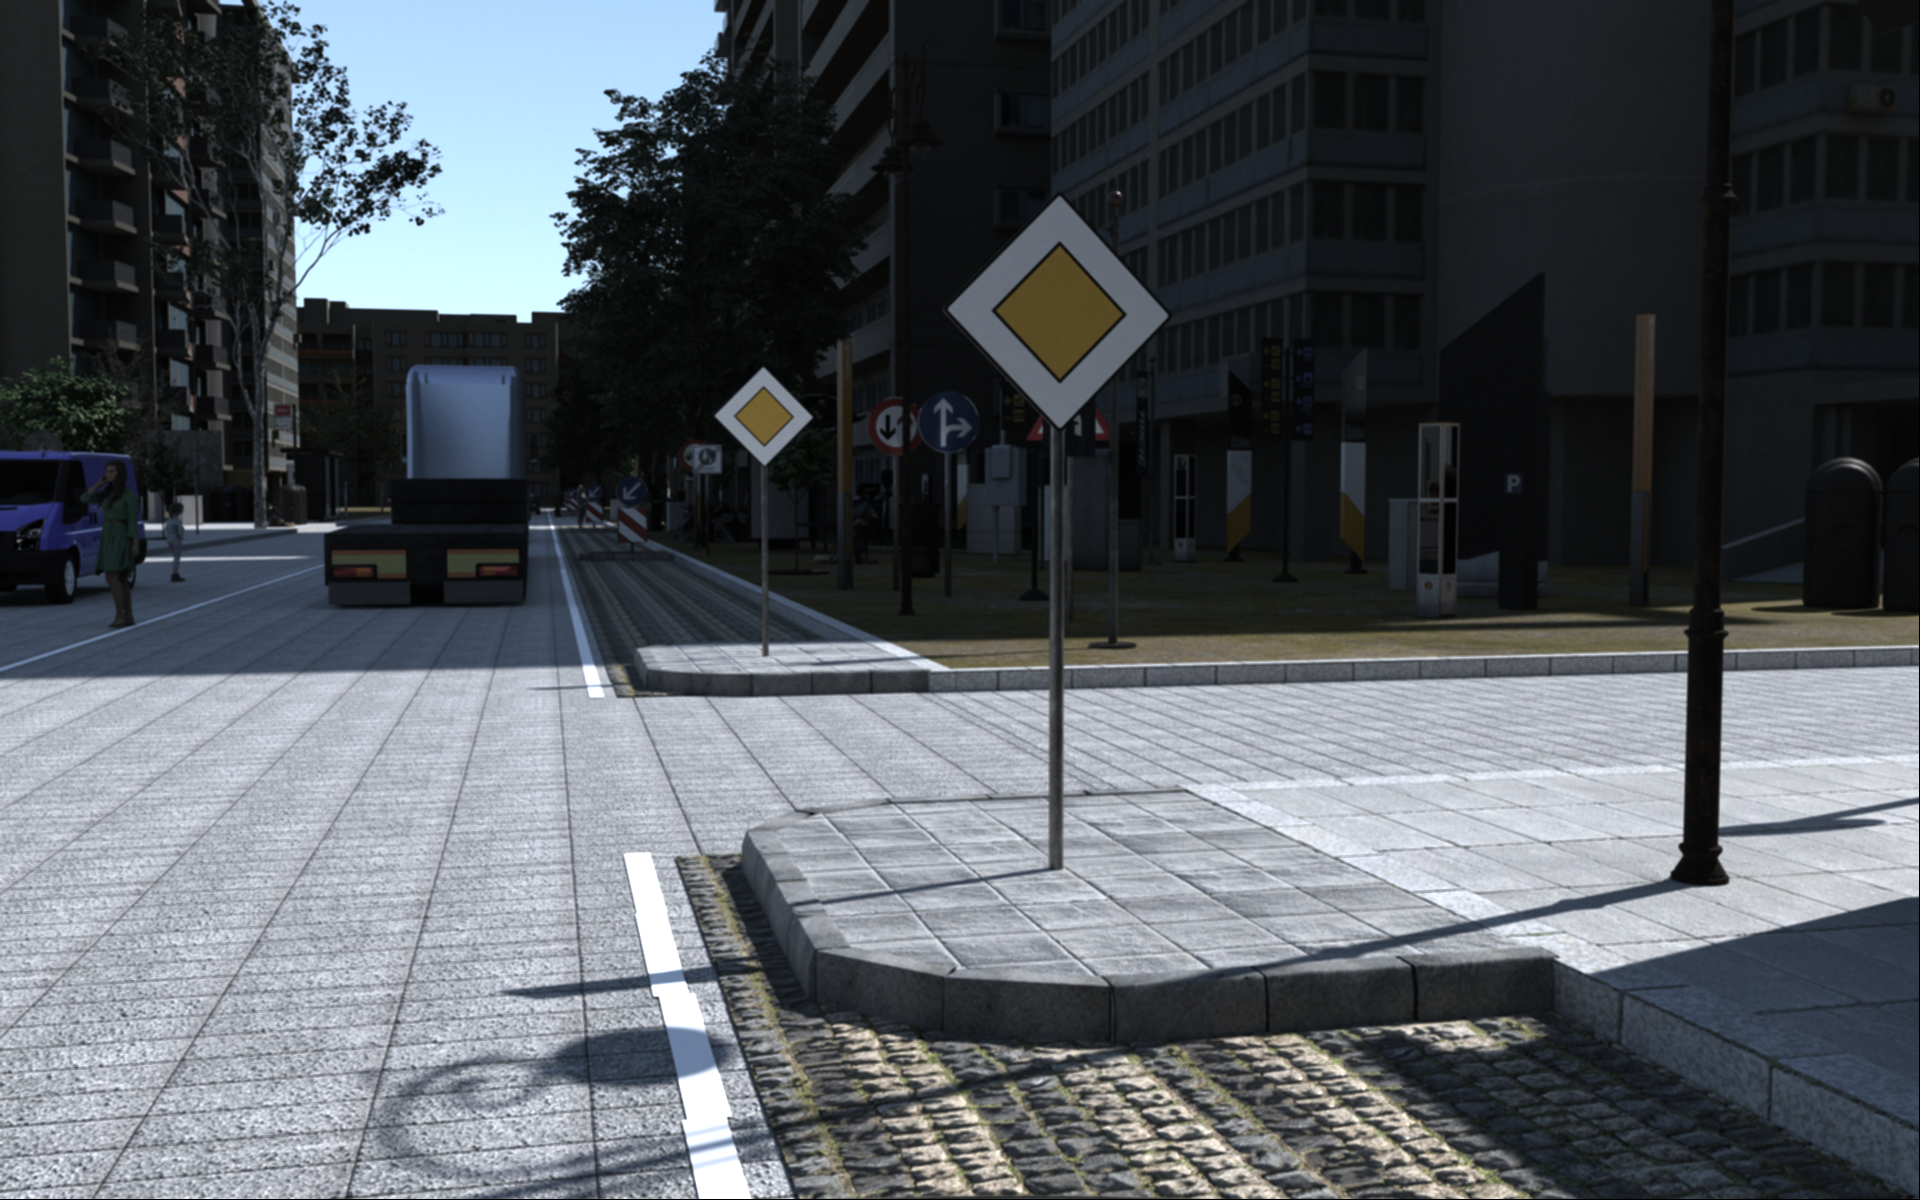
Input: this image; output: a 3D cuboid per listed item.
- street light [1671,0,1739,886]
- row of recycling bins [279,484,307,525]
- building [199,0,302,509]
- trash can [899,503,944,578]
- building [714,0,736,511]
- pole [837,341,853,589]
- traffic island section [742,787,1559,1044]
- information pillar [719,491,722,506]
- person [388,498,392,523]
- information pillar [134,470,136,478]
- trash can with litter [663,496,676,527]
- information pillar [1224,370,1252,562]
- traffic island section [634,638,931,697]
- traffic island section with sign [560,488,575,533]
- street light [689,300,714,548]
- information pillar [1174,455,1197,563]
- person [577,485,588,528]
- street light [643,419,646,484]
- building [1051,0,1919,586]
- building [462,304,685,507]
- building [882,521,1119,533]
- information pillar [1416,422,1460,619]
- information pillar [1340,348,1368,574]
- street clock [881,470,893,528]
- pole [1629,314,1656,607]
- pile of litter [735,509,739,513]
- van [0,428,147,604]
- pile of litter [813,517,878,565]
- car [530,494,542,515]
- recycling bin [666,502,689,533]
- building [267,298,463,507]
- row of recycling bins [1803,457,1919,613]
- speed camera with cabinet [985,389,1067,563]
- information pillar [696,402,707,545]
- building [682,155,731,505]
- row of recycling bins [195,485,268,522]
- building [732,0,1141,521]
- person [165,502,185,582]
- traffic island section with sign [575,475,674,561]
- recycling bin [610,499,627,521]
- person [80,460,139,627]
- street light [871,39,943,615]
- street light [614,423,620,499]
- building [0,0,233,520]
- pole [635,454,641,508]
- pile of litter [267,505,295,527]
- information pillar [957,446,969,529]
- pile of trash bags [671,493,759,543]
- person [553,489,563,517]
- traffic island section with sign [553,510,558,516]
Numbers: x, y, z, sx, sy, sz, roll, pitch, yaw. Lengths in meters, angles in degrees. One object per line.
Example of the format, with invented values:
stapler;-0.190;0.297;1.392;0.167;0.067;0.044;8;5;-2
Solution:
street light;2.459;-2.006;5.578;0.468;5.910;1.993;-1;4;-13
row of recycling bins;-28.231;-4.054;73.388;1.069;1.692;3.534;-1;4;-16
building;-62.608;-26.728;128.885;23.993;40.220;32.217;-1;4;-13
trash can;-0.618;-0.920;26.693;0.748;1.137;0.748;0;3;0
building;-6.299;-31.160;129.080;23.786;49.044;30.456;-1;4;-13
pole;-1.546;-1.800;23.280;0.158;3.312;0.155;0;3;0
traffic island section;0.347;0.999;5.951;2.009;0.180;2.903;-1;4;-13
information pillar;-12.260;-5.881;87.506;0.504;3.616;0.183;2;4;27
person;-25.190;-4.185;77.119;0.583;1.804;0.606;1;4;14
information pillar;-24.841;-2.895;51.826;0.304;2.012;0.304;-1;4;-10
trash can with litter;-11.688;-3.459;67.616;1.678;1.210;2.233;3;5;45
information pillar;5.297;-2.542;32.917;0.504;3.616;0.183;-1;4;-18
traffic island section;-1.520;0.524;13.715;2.009;0.180;2.903;-1;4;-13
traffic island section with sign;-13.773;-3.423;64.599;1.989;1.847;2.006;-1;4;-13
street light;-6.147;-4.190;41.289;0.468;5.910;1.993;-1;4;-13
information pillar;4.215;-1.710;32.444;0.304;2.012;0.304;3;4;38
person;-15.497;-3.825;71.229;0.526;1.800;0.537;3;5;45
street light;-11.680;-5.582;64.058;0.468;5.910;1.993;-1;4;-13
building;16.048;-21.276;39.742;23.993;40.220;32.217;-1;4;-13
building;-38.528;-21.101;190.044;28.899;21.520;27.650;-1;4;-13
building;5.841;-27.096;66.721;21.300;48.544;21.600;-1;4;-13
information pillar;4.952;-0.823;17.951;0.304;2.012;0.304;-3;5;-40
information pillar;6.329;-2.231;27.826;0.504;3.616;0.183;-2;4;-33
street clock;-2.146;-2.858;51.294;0.358;2.002;0.471;2;4;23
pole;7.782;-1.584;19.749;0.158;3.312;0.155;0;3;0
pile of litter;-7.040;-2.432;53.723;1.176;0.858;1.719;-1;4;-16
van;-12.917;-1.204;24.063;2.240;2.365;5.245;-1;4;-13
pile of litter;-2.123;-1.097;31.898;1.176;0.858;1.719;-1;4;-13
car;-30.420;-6.716;121.599;2.131;1.459;4.920;-1;4;-12
recycling bin;-9.383;-2.759;57.671;0.722;1.027;0.722;-1;4;-14
building;-66.836;-20.742;184.177;28.899;21.520;27.650;-1;4;-13
row of recycling bins;10.959;-0.707;18.677;1.069;1.692;3.534;-3;5;-44
speed camera with cabinet;1.521;-2.337;32.548;2.038;3.252;0.660;1;4;19
information pillar;-6.567;-3.211;43.859;0.183;3.616;0.504;1;4;9
building;-17.046;-23.134;149.944;14.160;30.474;14.107;-1;4;-13
row of recycling bins;-33.664;-4.455;79.952;1.069;1.692;3.534;2;4;32
building;-1.761;-29.343;103.466;21.300;48.544;21.600;-1;4;-13
person;-12.816;-0.951;28.329;0.425;1.301;0.394;1;4;19
traffic island section with sign;-7.269;-1.774;37.637;1.989;1.847;2.006;-1;4;-13
recycling bin;-16.080;-4.223;81.599;0.722;1.027;0.722;0;4;-7
person;-9.014;-0.601;18.572;0.600;1.795;0.529;1;4;10
street light;-0.566;-2.779;18.225;0.468;5.910;1.993;-1;4;-13
street light;-17.146;-6.972;86.780;0.468;5.910;1.993;-1;4;-13
building;-52.969;-26.858;93.759;22.147;44.769;28.867;-1;4;-13
pole;-11.612;-4.203;62.566;0.158;3.312;0.155;0;3;0
pile of litter;-26.733;-3.307;68.031;1.176;0.858;1.719;-1;4;-20
information pillar;0.083;-3.478;48.223;0.183;3.616;0.504;-2;4;-35
pile of trash bags;-6.228;-2.259;46.681;1.912;1.369;3.447;1;4;22
person;-25.100;-6.066;108.237;0.434;1.755;0.990;-3;5;-41
traffic island section with sign;-25.321;-6.363;112.659;1.989;1.847;2.006;-1;4;-13
